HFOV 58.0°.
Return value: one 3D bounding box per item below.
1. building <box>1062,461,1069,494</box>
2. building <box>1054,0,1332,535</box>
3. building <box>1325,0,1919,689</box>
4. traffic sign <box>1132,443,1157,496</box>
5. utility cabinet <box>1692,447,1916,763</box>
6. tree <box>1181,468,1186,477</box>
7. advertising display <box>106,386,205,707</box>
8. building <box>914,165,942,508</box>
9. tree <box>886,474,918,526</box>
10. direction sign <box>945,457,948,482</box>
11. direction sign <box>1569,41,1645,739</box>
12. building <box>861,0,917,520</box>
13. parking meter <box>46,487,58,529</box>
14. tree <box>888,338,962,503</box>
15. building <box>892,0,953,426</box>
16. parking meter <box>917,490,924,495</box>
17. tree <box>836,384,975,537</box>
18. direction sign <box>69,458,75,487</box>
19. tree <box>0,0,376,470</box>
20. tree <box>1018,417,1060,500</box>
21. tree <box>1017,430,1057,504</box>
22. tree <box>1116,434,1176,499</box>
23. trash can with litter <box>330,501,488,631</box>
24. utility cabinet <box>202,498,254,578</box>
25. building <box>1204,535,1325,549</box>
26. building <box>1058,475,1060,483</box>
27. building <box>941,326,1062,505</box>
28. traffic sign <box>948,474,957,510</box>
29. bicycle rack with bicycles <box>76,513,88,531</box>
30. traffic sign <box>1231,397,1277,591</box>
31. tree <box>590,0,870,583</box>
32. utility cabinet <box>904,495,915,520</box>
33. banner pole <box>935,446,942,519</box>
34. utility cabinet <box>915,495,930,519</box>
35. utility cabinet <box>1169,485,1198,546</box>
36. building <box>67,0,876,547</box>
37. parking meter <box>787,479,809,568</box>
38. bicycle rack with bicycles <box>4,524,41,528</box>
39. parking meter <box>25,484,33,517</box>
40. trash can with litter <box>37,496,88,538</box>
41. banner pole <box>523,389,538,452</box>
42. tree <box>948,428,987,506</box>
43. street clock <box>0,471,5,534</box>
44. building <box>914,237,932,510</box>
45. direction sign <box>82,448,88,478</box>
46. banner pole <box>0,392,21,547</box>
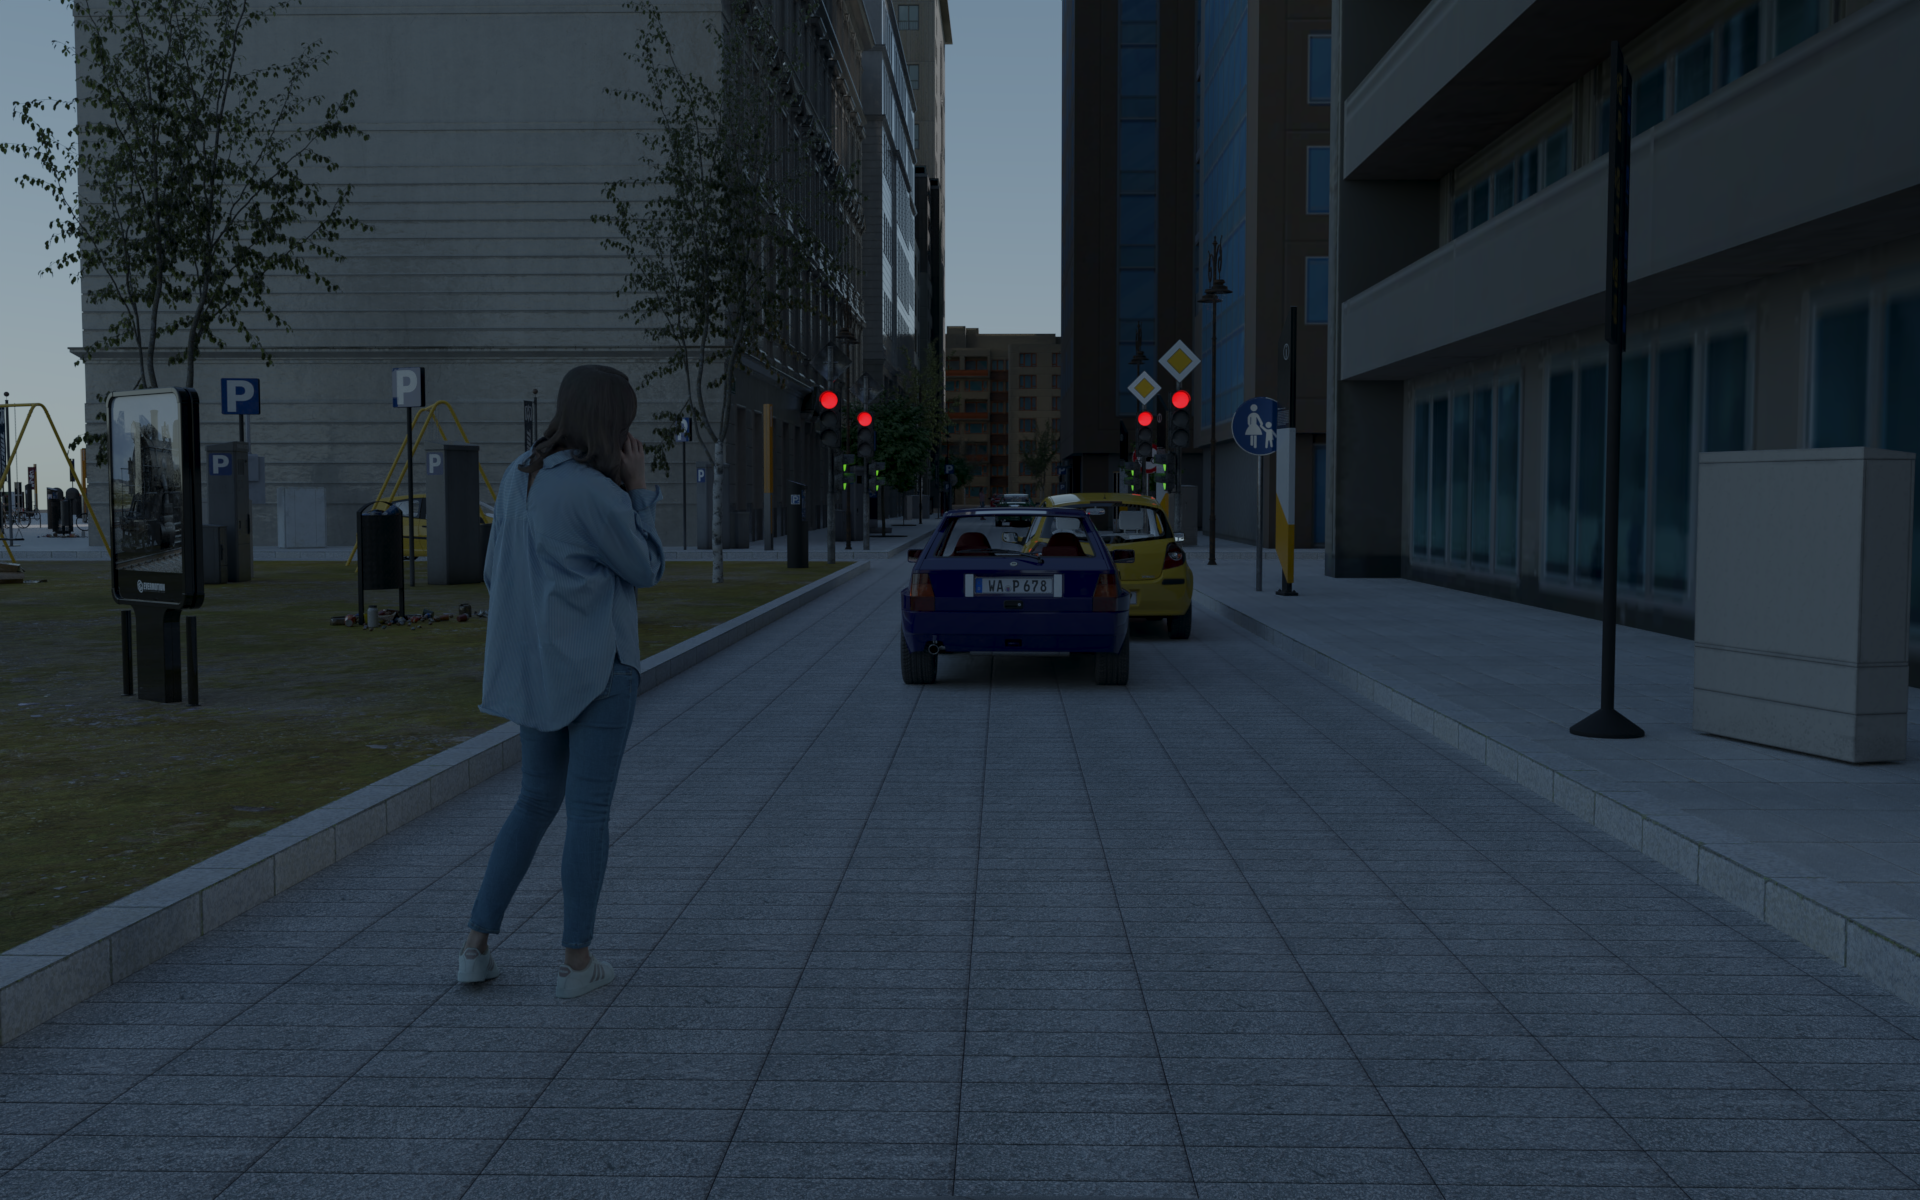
[{"bbox_3d":[17.530,-47.975,97.059,22.319,86.520,31.000,0,4,2],"label":"building"},{"bbox_3d":[10.984,-25.396,65.329,14.600,45.320,14.200,0,4,2],"label":"building"},{"bbox_3d":[16.110,-23.935,15.040,21.300,48.544,21.600,0,4,2],"label":"building"},{"bbox_3d":[4.660,-2.621,42.964,0.768,2.556,0.104,0,4,7],"label":"traffic sign"},{"bbox_3d":[4.212,-0.001,8.698,0.318,1.500,1.173,-1,4,-14],"label":"utility cabinet"},{"bbox_3d":[6.389,-3.715,55.349,1.663,3.219,1.824,0,3,0],"label":"tree"},{"bbox_3d":[-4.974,-0.336,10.709,0.974,1.923,0.123,3,5,40],"label":"advertising display"},{"bbox_3d":[-8.885,-23.260,152.004,14.160,30.474,14.107,0,4,2],"label":"building"},{"bbox_3d":[-2.405,-4.596,69.752,1.663,3.219,1.824,0,3,0],"label":"tree"},{"bbox_3d":[-0.834,-6.934,105.372,0.379,3.537,0.876,-1,4,-9],"label":"direction sign"},{"bbox_3d":[3.455,-1.049,9.145,0.379,3.537,0.876,2,4,25],"label":"direction sign"},{"bbox_3d":[-8.784,-19.708,99.721,11.434,29.767,29.804,0,4,2],"label":"building"},{"bbox_3d":[-33.301,-3.374,63.572,0.372,1.533,0.369,0,3,0],"label":"parking meter"},{"bbox_3d":[-1.894,-8.066,82.243,4.737,8.622,4.395,0,3,0],"label":"tree"},{"bbox_3d":[-14.894,-35.776,174.180,27.495,52.752,28.713,0,4,2],"label":"building"},{"bbox_3d":[-2.194,-5.360,96.042,0.372,1.533,0.369,0,3,0],"label":"parking meter"},{"bbox_3d":[-2.267,-4.170,51.890,4.285,4.588,4.351,0,3,0],"label":"tree"},{"bbox_3d":[-56.539,-7.239,110.356,0.379,3.537,0.876,-1,4,-9],"label":"direction sign"},{"bbox_3d":[-9.147,-4.280,20.338,4.360,8.622,3.978,0,3,0],"label":"tree"},{"bbox_3d":[7.746,-13.167,165.639,4.737,8.622,4.395,0,3,0],"label":"tree"},{"bbox_3d":[8.744,-14.800,192.336,4.360,8.622,3.978,0,3,0],"label":"tree"},{"bbox_3d":[5.690,-3.571,52.993,1.663,3.219,1.824,0,3,0],"label":"tree"},{"bbox_3d":[-5.427,-0.387,17.387,1.678,1.210,2.233,2,4,31],"label":"trash can with litter"},{"bbox_3d":[-11.375,-0.937,26.478,1.020,1.237,0.306,0,4,-4],"label":"utility cabinet"},{"bbox_3d":[14.092,-24.183,45.506,14.200,45.320,14.600,0,4,2],"label":"building"},{"bbox_3d":[20.716,-45.172,176.817,20.563,71.187,20.611,0,4,2],"label":"building"},{"bbox_3d":[0.491,-22.552,213.758,28.899,21.520,27.650,0,4,2],"label":"building"},{"bbox_3d":[-0.547,-6.729,110.128,0.768,2.556,0.104,0,4,3],"label":"traffic sign"},{"bbox_3d":[-29.144,-2.868,60.277,2.925,0.926,2.852,-2,4,-27],"label":"bicycle rack with bicycles"},{"bbox_3d":[3.947,-1.387,22.783,0.768,2.556,0.104,0,4,7],"label":"traffic sign"},{"bbox_3d":[-3.441,-4.566,25.013,4.360,8.622,3.978,0,3,0],"label":"tree"},{"bbox_3d":[-2.606,-4.595,86.295,0.306,1.237,1.020,-1,4,-12],"label":"utility cabinet"},{"bbox_3d":[-1.181,-6.107,89.858,0.401,3.779,0.863,-1,4,-15],"label":"banner pole"},{"bbox_3d":[-2.100,-4.849,90.443,1.020,1.237,0.306,2,4,26],"label":"utility cabinet"},{"bbox_3d":[5.330,-2.051,42.213,0.318,1.500,1.173,3,5,44],"label":"utility cabinet"},{"bbox_3d":[-13.007,-17.523,62.917,17.030,29.872,44.131,0,4,2],"label":"building"},{"bbox_3d":[-2.814,-1.322,30.024,0.372,1.533,0.369,0,3,0],"label":"parking meter"},{"bbox_3d":[-35.923,-3.157,65.007,2.925,0.926,2.852,1,4,20],"label":"bicycle rack with bicycles"},{"bbox_3d":[-52.402,-5.611,97.456,0.399,1.863,0.255,3,4,37],"label":"parking meter"},{"bbox_3d":[-26.573,-2.470,51.437,2.233,1.210,1.678,3,5,44],"label":"trash can with litter"},{"bbox_3d":[-10.140,-3.121,41.047,0.401,3.779,0.863,1,4,11],"label":"banner pole"},{"bbox_3d":[0.755,-14.794,192.250,4.360,8.622,3.978,0,3,0],"label":"tree"},{"bbox_3d":[-30.662,-3.100,55.258,0.471,2.002,0.358,3,4,38],"label":"street clock"},{"bbox_3d":[-16.530,-17.439,130.170,27.650,21.520,28.899,0,4,2],"label":"building"},{"bbox_3d":[-42.604,-5.693,85.075,0.876,3.537,0.379,-1,4,-14],"label":"direction sign"},{"bbox_3d":[-23.440,-3.213,42.545,0.863,3.779,0.401,3,5,44],"label":"banner pole"}]
